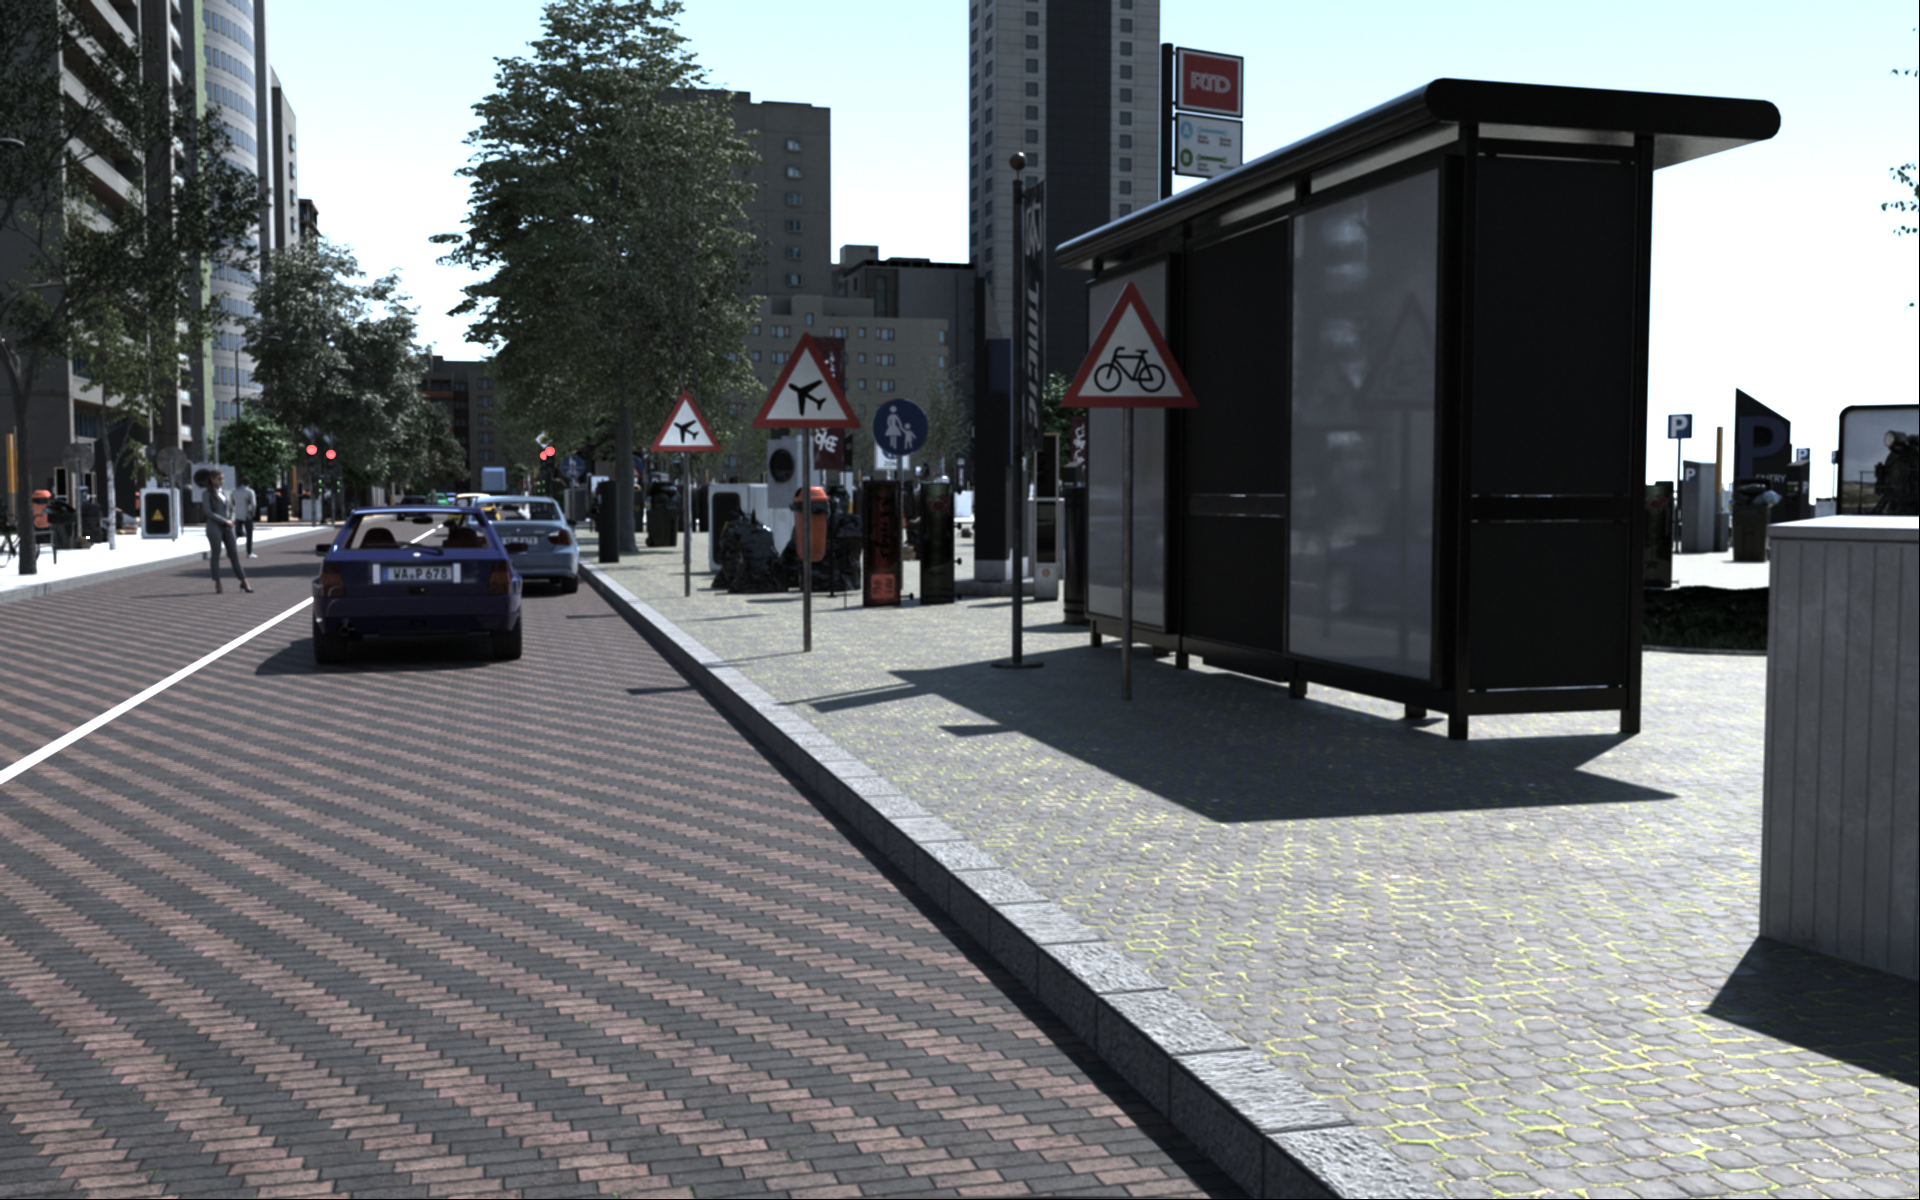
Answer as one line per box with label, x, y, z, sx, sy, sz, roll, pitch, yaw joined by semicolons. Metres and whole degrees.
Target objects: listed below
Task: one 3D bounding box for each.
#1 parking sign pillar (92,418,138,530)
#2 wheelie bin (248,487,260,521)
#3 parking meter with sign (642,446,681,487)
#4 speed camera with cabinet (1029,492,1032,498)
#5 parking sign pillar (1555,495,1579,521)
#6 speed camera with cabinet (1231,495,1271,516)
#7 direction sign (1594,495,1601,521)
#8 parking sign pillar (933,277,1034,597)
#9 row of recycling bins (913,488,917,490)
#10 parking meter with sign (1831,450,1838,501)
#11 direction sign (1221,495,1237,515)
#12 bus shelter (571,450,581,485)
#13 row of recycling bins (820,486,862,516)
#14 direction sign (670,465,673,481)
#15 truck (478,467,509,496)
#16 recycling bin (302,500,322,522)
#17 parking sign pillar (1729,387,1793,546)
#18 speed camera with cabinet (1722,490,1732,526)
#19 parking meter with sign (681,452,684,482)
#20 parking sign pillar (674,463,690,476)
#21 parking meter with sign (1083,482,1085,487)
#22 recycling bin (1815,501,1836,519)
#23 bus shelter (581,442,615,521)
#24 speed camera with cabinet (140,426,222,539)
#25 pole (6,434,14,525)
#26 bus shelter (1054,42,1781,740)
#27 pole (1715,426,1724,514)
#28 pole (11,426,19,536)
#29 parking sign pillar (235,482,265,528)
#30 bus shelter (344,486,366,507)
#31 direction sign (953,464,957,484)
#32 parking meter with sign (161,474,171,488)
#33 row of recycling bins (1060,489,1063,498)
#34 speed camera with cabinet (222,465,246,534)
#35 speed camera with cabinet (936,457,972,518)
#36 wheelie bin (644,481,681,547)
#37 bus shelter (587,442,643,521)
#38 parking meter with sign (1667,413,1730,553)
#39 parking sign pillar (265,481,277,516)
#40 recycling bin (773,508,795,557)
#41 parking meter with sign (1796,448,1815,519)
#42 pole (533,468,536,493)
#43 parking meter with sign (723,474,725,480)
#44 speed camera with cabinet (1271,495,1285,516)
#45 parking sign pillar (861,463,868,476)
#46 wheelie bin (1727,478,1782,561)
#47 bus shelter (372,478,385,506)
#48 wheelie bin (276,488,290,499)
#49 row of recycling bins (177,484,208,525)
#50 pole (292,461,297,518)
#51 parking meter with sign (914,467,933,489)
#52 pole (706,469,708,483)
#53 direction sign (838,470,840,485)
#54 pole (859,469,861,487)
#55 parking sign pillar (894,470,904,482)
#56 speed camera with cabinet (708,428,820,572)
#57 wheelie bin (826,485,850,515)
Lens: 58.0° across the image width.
parking sign pillar;-29.660;-4.417;60.688;1.447;3.967;1.447;-3;5;-43
wheelie bin;-33.284;-4.486;81.247;0.980;1.594;0.693;2;4;29
parking meter with sign;-10.562;-3.961;61.023;0.543;3.016;1.738;1;4;16
speed camera with cabinet;4.737;-8.867;139.316;2.038;3.252;0.660;-1;4;-12
parking sign pillar;21.576;-4.429;60.893;1.447;3.967;1.447;-2;4;-25
speed camera with cabinet;17.053;-6.532;101.129;2.038;3.252;0.660;0;4;-7
direction sign;6.947;-1.641;18.829;0.876;3.537;0.379;3;4;37
parking sign pillar;0.540;-2.063;22.207;1.447;3.967;1.447;1;4;15
row of recycling bins;-3.641;-8.598;147.693;1.069;1.692;3.534;-1;4;-23
parking meter with sign;35.533;-4.432;68.726;1.738;3.016;0.543;0;4;7
direction sign;3.257;-1.795;21.344;0.379;3.537;0.876;-1;4;-14
bus shelter;-20.187;-6.319;94.592;1.731;3.624;6.357;-1;4;-15
row of recycling bins;-5.814;-4.761;84.948;3.534;1.692;1.069;2;4;31
direction sign;-22.214;-8.751;135.081;0.379;3.537;0.876;3;5;44
truck;-45.189;-10.925;168.384;2.967;4.110;18.799;-1;4;-16
recycling bin;-29.636;-4.076;79.195;0.722;1.027;0.722;0;4;-7
parking sign pillar;20.125;-3.362;43.433;1.447;3.967;1.447;1;4;15
speed camera with cabinet;30.058;-4.480;67.583;2.038;3.252;0.660;3;5;44
parking meter with sign;-10.901;-4.326;66.988;0.543;3.016;1.738;-1;4;-13
parking sign pillar;-15.651;-6.661;97.373;1.447;3.967;1.447;-2;4;-35
parking meter with sign;7.128;-5.735;90.031;1.738;3.016;0.543;2;4;23
recycling bin;31.036;-3.024;61.994;0.722;1.027;0.722;2;4;32
bus shelter;-16.445;-5.456;80.494;1.731;3.624;6.357;-1;4;-15
speed camera with cabinet;-22.639;-3.418;50.216;2.038;3.252;0.660;-1;4;-18
pole;-32.215;-3.973;58.795;0.158;3.312;0.155;0;3;0
bus shelter;2.239;-2.175;13.191;2.179;5.291;8.768;-1;4;-15
pole;22.825;-3.563;52.100;0.158;3.312;0.155;0;3;0
pole;-28.052;-3.537;51.674;0.158;3.312;0.155;0;3;0
parking sign pillar;-27.421;-4.706;65.418;1.447;3.967;1.447;0;4;2
bus shelter;-41.759;-7.864;119.866;1.731;3.624;6.357;-1;4;-15
direction sign;-0.143;-8.419;129.649;0.876;3.537;0.379;1;4;22
parking meter with sign;-37.500;-5.242;81.968;0.543;3.016;1.738;-1;4;-20
row of recycling bins;9.608;-8.818;151.294;3.534;1.692;1.069;3;4;37
speed camera with cabinet;-22.678;-3.641;53.863;0.660;3.252;2.038;-3;5;-41
speed camera with cabinet;-0.396;-6.049;93.235;2.038;3.252;0.660;-2;4;-29
wheelie bin;-7.242;-2.106;42.341;0.693;1.594;0.980;2;4;35
bus shelter;-13.300;-4.486;67.271;2.014;3.302;5.546;-1;4;-15
parking meter with sign;16.302;-2.562;38.144;1.738;3.016;0.543;-2;4;-35
parking sign pillar;-41.086;-6.961;102.286;1.447;3.967;1.447;-3;4;-38
recycling bin;-3.362;-1.215;32.424;0.722;1.027;0.722;-3;4;-38
parking meter with sign;33.395;-4.456;69.121;1.738;3.016;0.543;2;4;28
pole;-33.130;-8.633;135.000;0.158;3.312;0.155;0;3;0
parking meter with sign;-20.901;-9.243;147.377;1.738;3.016;0.543;0;4;-2
speed camera with cabinet;19.220;-6.477;100.236;0.660;3.252;2.038;-3;5;-44
parking sign pillar;-8.174;-9.907;150.448;1.447;3.967;1.447;1;4;14
wheelie bin;15.241;-1.552;33.277;0.980;1.594;0.693;2;4;33
bus shelter;-45.413;-8.615;134.774;2.014;3.302;5.546;-1;4;-15
wheelie bin;-36.306;-5.182;92.640;0.980;1.594;0.693;2;4;29
row of recycling bins;-32.867;-4.095;74.070;1.069;1.692;3.534;-1;4;-14
pole;-36.299;-6.151;94.414;0.158;3.312;0.155;0;3;0
parking meter with sign;-2.080;-6.928;109.527;1.738;3.016;0.543;3;5;44
pole;-20.809;-9.091;142.485;0.158;3.312;0.155;0;3;0
direction sign;-6.672;-6.364;96.047;0.379;3.537;0.876;1;4;9
pole;-8.224;-9.068;142.099;0.158;3.312;0.155;0;3;0
parking sign pillar;-3.501;-6.671;97.539;1.447;3.967;1.447;1;4;13
speed camera with cabinet;-3.199;-2.065;28.095;2.038;3.252;0.660;3;4;38
wheelie bin;-4.137;-3.111;58.766;0.693;1.594;0.980;2;4;35
